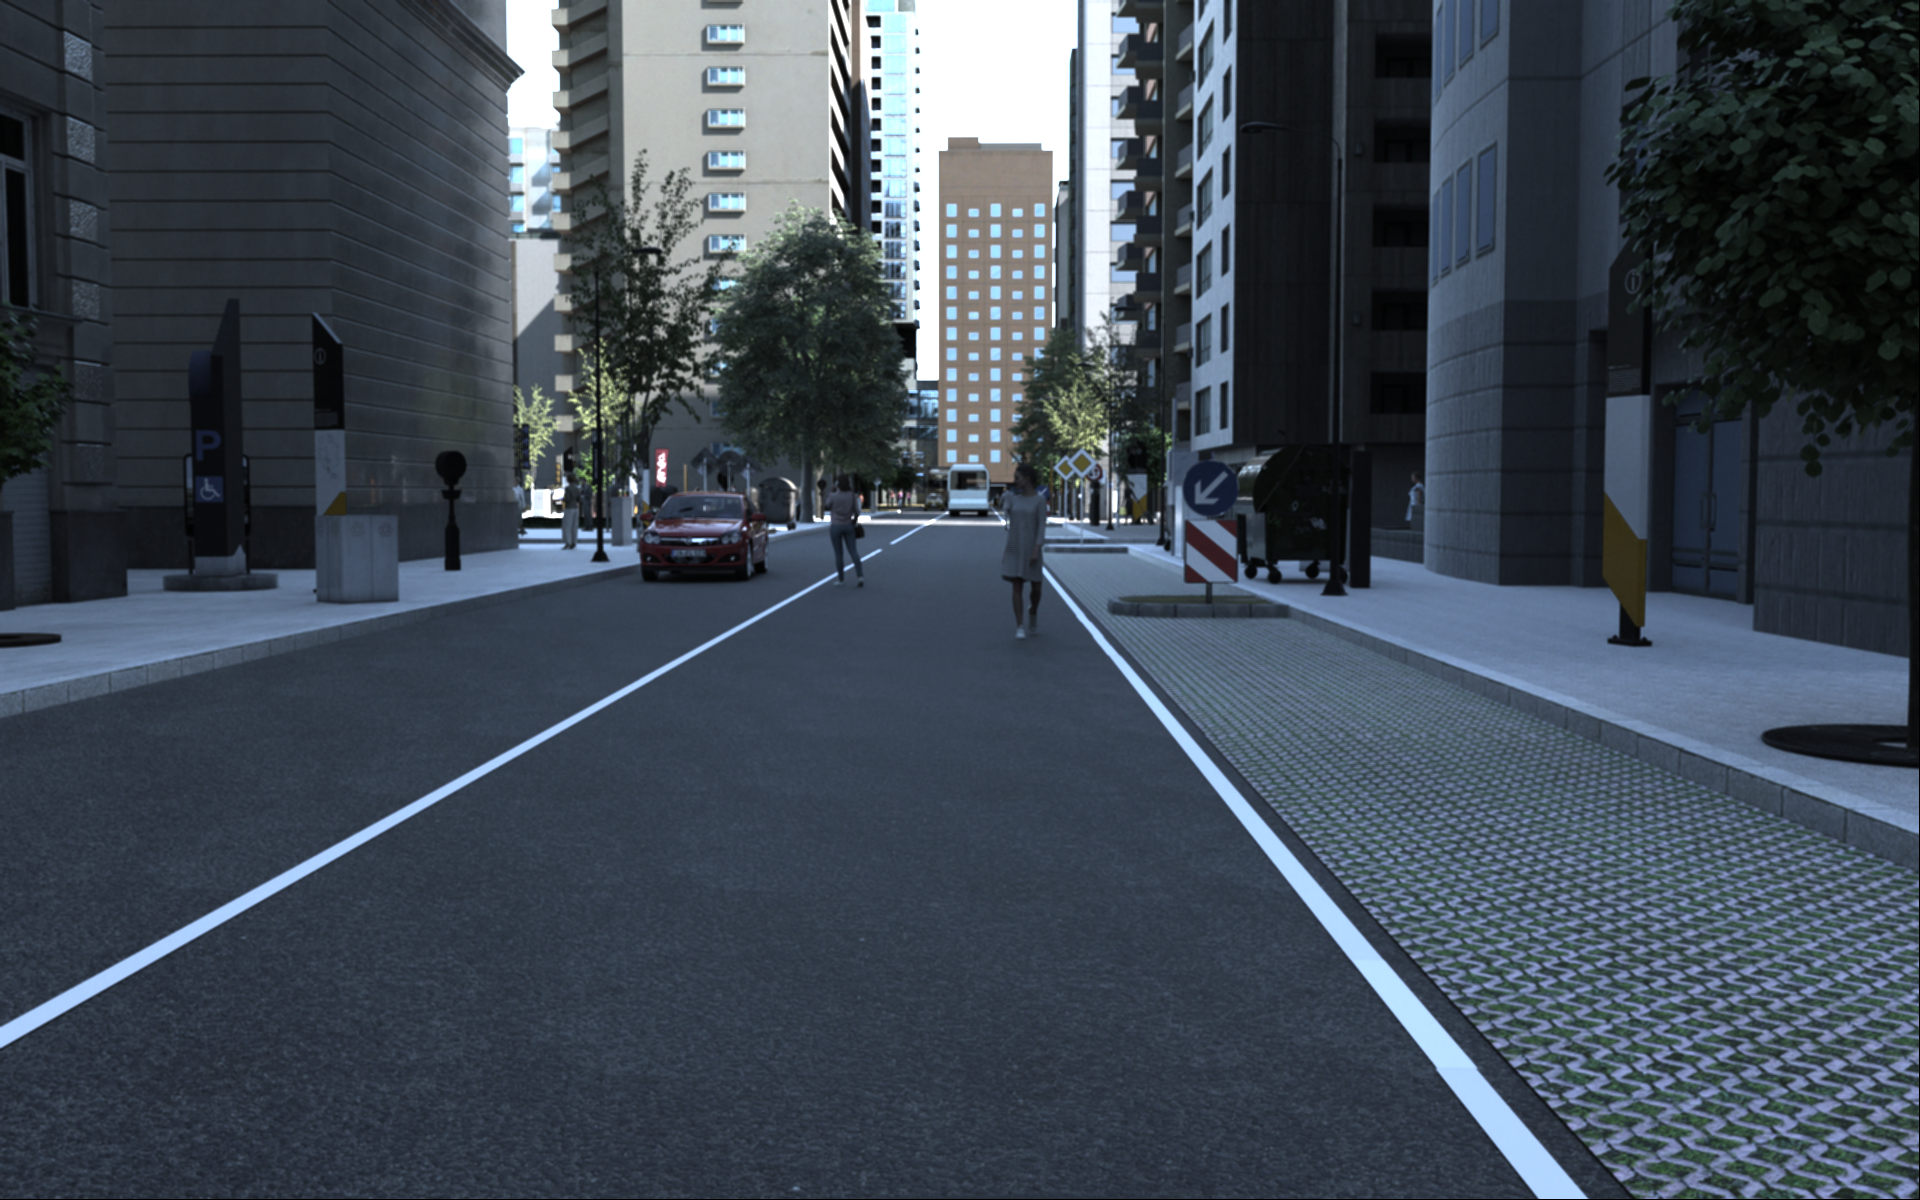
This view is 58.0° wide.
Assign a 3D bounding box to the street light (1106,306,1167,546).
[{"bbox_3d":[4.491,-4.305,42.922,1.470,5.913,1.316,0,4,1],"label":"street light"}]

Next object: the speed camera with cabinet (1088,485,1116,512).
[{"bbox_3d":[10.300,-7.974,124.706,2.038,3.252,0.660,2,4,26],"label":"speed camera with cabinet"}]

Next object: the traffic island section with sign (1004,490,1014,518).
[{"bbox_3d":[3.787,-5.748,102.600,1.989,1.847,2.006,0,4,1],"label":"traffic island section with sign"}]

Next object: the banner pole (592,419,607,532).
[{"bbox_3d":[-11.960,-4.145,57.793,0.401,3.779,0.863,3,5,39],"label":"banner pole"}]

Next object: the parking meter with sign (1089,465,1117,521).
[{"bbox_3d":[6.947,-5.307,83.031,1.738,3.016,0.543,3,5,44],"label":"parking meter with sign"}]

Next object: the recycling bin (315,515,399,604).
[{"bbox_3d":[-7.195,-0.496,20.665,0.722,1.027,0.722,3,5,44],"label":"recycling bin"}]

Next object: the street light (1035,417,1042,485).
[{"bbox_3d":[5.210,-8.099,104.959,1.470,5.913,1.316,0,4,1],"label":"street light"}]

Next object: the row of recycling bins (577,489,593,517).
[{"bbox_3d":[-18.233,-4.931,87.738,3.534,1.692,1.069,1,4,9],"label":"row of recycling bins"}]

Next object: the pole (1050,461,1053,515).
[{"bbox_3d":[5.592,-6.860,106.000,0.158,3.312,0.155,0,3,0],"label":"pole"}]

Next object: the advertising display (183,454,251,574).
[{"bbox_3d":[-11.906,-1.381,27.789,0.974,1.923,0.123,-1,4,-20],"label":"advertising display"}]

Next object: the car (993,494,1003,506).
[{"bbox_3d":[4.718,-11.502,198.282,2.015,1.641,3.980,0,4,2],"label":"car"}]

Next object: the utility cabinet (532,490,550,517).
[{"bbox_3d":[-22.187,-5.076,91.667,1.173,1.500,0.318,3,5,45],"label":"utility cabinet"}]

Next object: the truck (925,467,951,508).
[{"bbox_3d":[-2.043,-11.699,180.189,2.839,4.237,11.283,0,4,0],"label":"truck"}]

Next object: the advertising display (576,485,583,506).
[{"bbox_3d":[-27.175,-7.258,123.882,0.974,1.923,0.123,0,4,-4],"label":"advertising display"}]

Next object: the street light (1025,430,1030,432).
[{"bbox_3d":[5.406,-9.390,126.061,1.470,5.913,1.316,0,4,1],"label":"street light"}]

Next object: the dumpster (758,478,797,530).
[{"bbox_3d":[-6.532,-3.432,61.866,1.264,1.857,1.865,0,4,1],"label":"dumpster"}]

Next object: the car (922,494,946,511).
[{"bbox_3d":[-2.186,-8.383,147.281,2.015,1.641,3.980,0,4,1],"label":"car"}]

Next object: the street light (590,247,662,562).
[{"bbox_3d":[-6.297,-3.682,32.740,1.470,5.913,1.316,0,4,1],"label":"street light"}]

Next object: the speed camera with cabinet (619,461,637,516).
[{"bbox_3d":[-12.846,-4.516,68.171,0.660,3.252,2.038,0,4,7],"label":"speed camera with cabinet"}]

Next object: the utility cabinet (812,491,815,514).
[{"bbox_3d":[-9.378,-6.245,110.781,0.318,1.500,1.173,0,4,4],"label":"utility cabinet"}]

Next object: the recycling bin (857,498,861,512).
[{"bbox_3d":[-7.526,-6.786,123.502,0.722,1.027,0.722,-3,5,-41],"label":"recycling bin"}]

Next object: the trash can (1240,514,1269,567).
[{"bbox_3d":[5.262,-1.157,30.567,0.748,1.137,0.748,0,3,0],"label":"trash can"}]

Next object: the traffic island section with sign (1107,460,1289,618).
[{"bbox_3d":[2.805,-0.747,20.836,1.989,1.847,2.006,0,4,1],"label":"traffic island section with sign"}]

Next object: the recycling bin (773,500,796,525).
[{"bbox_3d":[-7.291,-3.631,71.915,0.722,1.027,0.722,3,4,37],"label":"recycling bin"}]

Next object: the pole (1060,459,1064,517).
[{"bbox_3d":[5.813,-6.417,98.766,0.158,3.312,0.155,0,3,0],"label":"pole"}]

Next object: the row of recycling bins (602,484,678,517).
[{"bbox_3d":[-13.439,-4.059,73.481,1.069,1.692,3.534,3,5,43],"label":"row of recycling bins"}]

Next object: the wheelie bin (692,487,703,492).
[{"bbox_3d":[-12.322,-4.483,81.210,0.693,1.594,0.980,1,4,11],"label":"wheelie bin"}]

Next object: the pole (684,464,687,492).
[{"bbox_3d":[-18.787,-7.634,118.663,0.158,3.312,0.155,0,3,0],"label":"pole"}]

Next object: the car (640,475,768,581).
[{"bbox_3d":[-4.384,-1.283,30.021,2.155,1.783,4.494,0,4,0],"label":"car"}]

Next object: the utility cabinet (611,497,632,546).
[{"bbox_3d":[-8.454,-1.963,43.264,0.306,1.237,1.020,0,4,3],"label":"utility cabinet"}]

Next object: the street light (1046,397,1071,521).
[{"bbox_3d":[4.815,-6.757,83.023,1.470,5.913,1.316,0,4,1],"label":"street light"}]

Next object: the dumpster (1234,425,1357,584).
[{"bbox_3d":[4.898,-1.400,25.387,1.502,2.255,1.985,0,4,1],"label":"dumpster"}]

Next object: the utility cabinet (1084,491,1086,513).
[{"bbox_3d":[8.125,-6.544,115.670,0.318,1.500,1.173,1,4,17],"label":"utility cabinet"}]

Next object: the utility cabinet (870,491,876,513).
[{"bbox_3d":[-5.771,-6.534,115.505,0.318,1.500,1.173,0,4,1],"label":"utility cabinet"}]

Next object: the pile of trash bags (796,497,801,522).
[{"bbox_3d":[-8.391,-4.400,81.697,1.912,1.369,3.447,-1,4,-22],"label":"pile of trash bags"}]

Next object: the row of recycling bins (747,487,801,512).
[{"bbox_3d":[-10.576,-5.631,99.177,3.534,1.692,1.069,-1,4,-16],"label":"row of recycling bins"}]

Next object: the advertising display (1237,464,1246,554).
[{"bbox_3d":[6.041,-1.955,37.170,0.123,1.923,0.974,1,4,13],"label":"advertising display"}]

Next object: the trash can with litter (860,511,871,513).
[{"bbox_3d":[-6.849,-6.502,117.364,2.233,1.210,1.678,1,4,9],"label":"trash can with litter"}]

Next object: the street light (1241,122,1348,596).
[{"bbox_3d":[4.208,-3.014,21.820,1.470,5.913,1.316,0,4,1],"label":"street light"}]

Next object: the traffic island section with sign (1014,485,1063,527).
[{"bbox_3d":[3.464,-4.099,75.647,1.989,1.847,2.006,0,4,1],"label":"traffic island section with sign"}]

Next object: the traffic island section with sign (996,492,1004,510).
[{"bbox_3d":[4.393,-8.859,153.466,1.989,1.847,2.006,0,4,1],"label":"traffic island section with sign"}]

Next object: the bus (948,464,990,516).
[{"bbox_3d":[0.581,-7.277,113.844,2.948,3.499,13.247,0,4,0],"label":"bus"}]

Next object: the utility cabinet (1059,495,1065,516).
[{"bbox_3d":[5.994,-5.495,101.011,0.306,1.237,1.020,-1,4,-10],"label":"utility cabinet"}]

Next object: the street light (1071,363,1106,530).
[{"bbox_3d":[4.802,-5.444,61.545,1.470,5.913,1.316,0,4,1],"label":"street light"}]

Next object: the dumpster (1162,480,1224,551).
[{"bbox_3d":[5.169,-1.984,38.203,1.264,1.857,1.865,0,4,1],"label":"dumpster"}]

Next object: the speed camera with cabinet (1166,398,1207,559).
[{"bbox_3d":[4.642,-2.494,35.110,0.660,3.252,2.038,0,4,-2],"label":"speed camera with cabinet"}]

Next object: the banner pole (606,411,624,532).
[{"bbox_3d":[-10.207,-3.795,52.058,0.401,3.779,0.863,0,4,5],"label":"banner pole"}]

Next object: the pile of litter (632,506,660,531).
[{"bbox_3d":[-10.800,-2.886,61.145,1.719,0.858,1.176,0,4,8],"label":"pile of litter"}]

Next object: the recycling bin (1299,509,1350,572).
[{"bbox_3d":[6.098,-0.996,28.843,0.722,1.027,0.722,2,4,29],"label":"recycling bin"}]

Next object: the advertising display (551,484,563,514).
[{"bbox_3d":[-25.403,-6.390,109.696,0.974,1.923,0.123,0,4,-7],"label":"advertising display"}]
